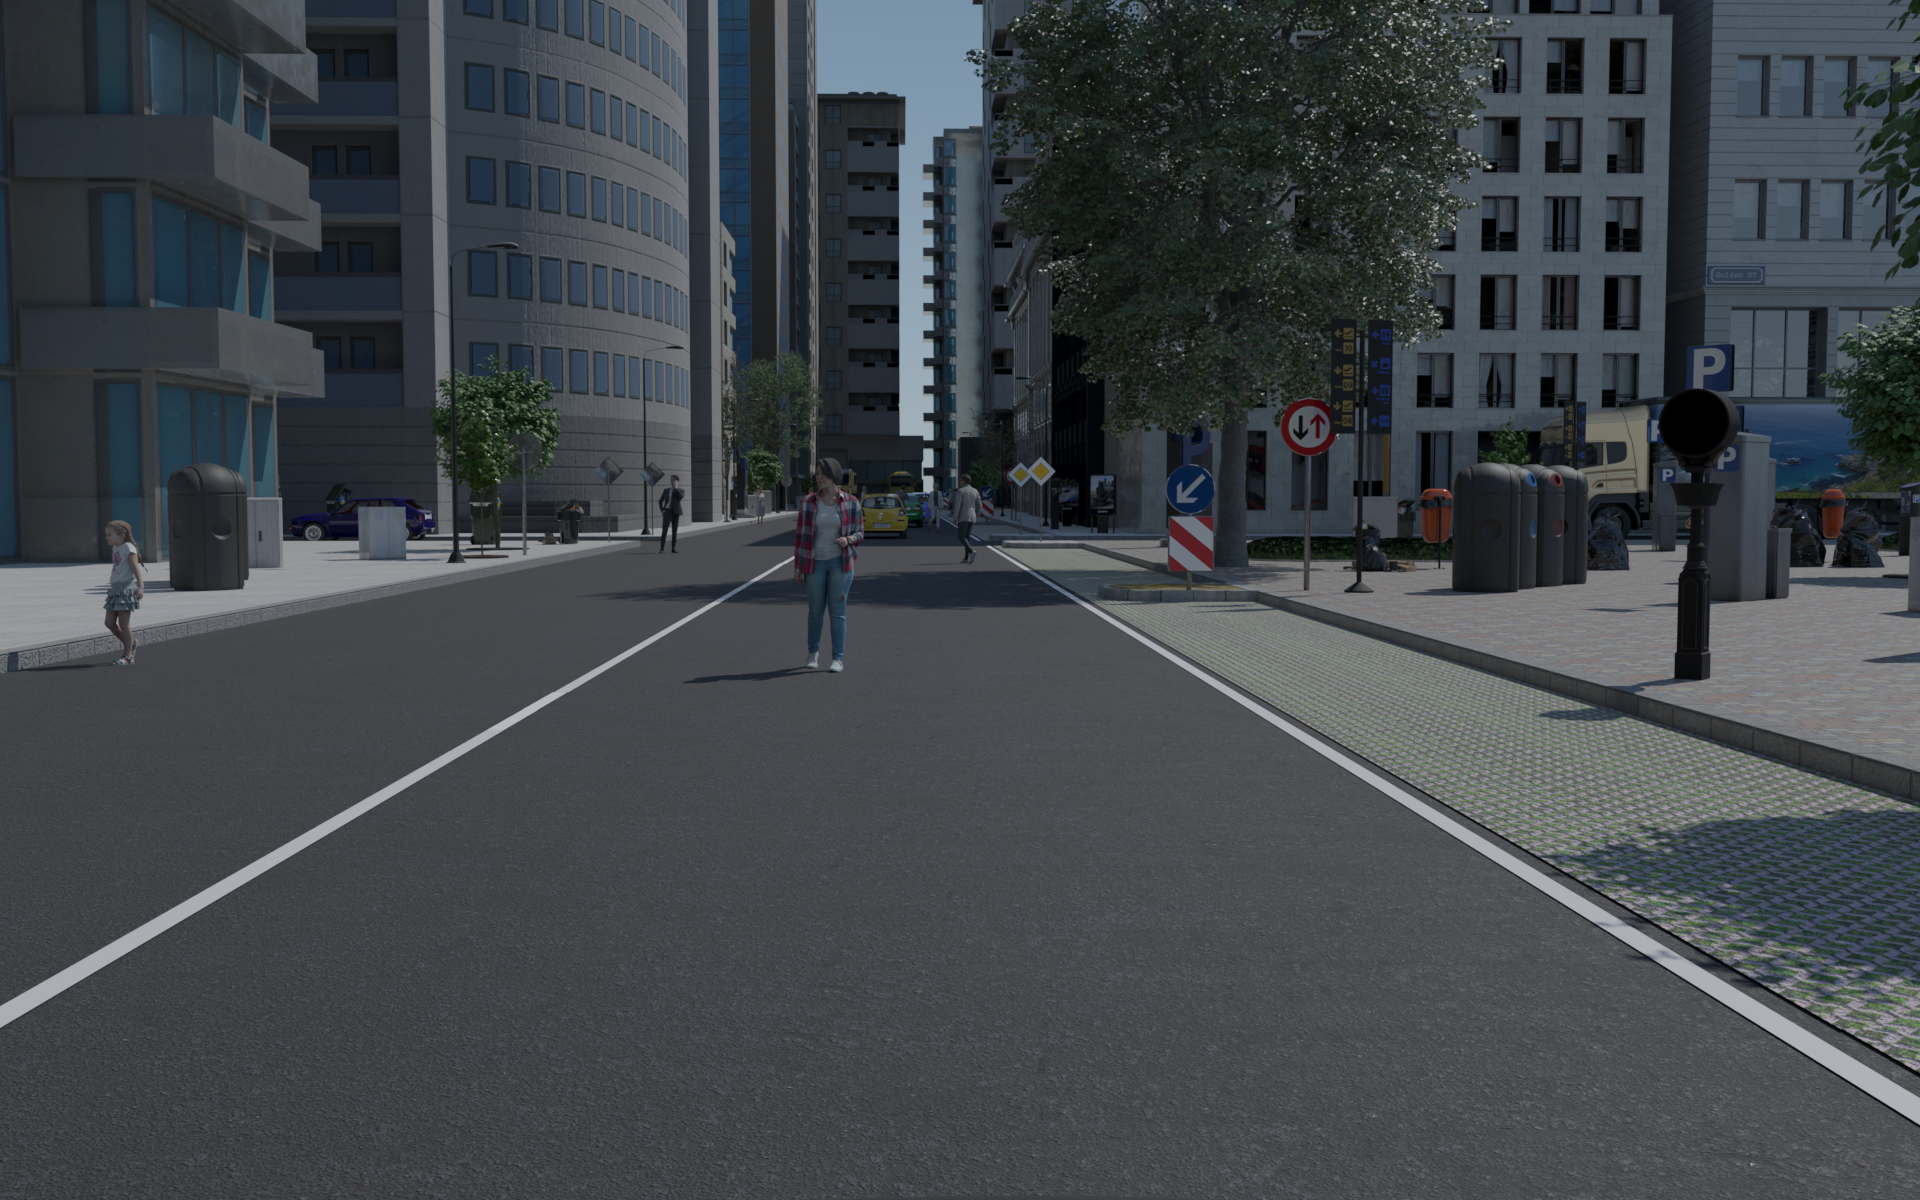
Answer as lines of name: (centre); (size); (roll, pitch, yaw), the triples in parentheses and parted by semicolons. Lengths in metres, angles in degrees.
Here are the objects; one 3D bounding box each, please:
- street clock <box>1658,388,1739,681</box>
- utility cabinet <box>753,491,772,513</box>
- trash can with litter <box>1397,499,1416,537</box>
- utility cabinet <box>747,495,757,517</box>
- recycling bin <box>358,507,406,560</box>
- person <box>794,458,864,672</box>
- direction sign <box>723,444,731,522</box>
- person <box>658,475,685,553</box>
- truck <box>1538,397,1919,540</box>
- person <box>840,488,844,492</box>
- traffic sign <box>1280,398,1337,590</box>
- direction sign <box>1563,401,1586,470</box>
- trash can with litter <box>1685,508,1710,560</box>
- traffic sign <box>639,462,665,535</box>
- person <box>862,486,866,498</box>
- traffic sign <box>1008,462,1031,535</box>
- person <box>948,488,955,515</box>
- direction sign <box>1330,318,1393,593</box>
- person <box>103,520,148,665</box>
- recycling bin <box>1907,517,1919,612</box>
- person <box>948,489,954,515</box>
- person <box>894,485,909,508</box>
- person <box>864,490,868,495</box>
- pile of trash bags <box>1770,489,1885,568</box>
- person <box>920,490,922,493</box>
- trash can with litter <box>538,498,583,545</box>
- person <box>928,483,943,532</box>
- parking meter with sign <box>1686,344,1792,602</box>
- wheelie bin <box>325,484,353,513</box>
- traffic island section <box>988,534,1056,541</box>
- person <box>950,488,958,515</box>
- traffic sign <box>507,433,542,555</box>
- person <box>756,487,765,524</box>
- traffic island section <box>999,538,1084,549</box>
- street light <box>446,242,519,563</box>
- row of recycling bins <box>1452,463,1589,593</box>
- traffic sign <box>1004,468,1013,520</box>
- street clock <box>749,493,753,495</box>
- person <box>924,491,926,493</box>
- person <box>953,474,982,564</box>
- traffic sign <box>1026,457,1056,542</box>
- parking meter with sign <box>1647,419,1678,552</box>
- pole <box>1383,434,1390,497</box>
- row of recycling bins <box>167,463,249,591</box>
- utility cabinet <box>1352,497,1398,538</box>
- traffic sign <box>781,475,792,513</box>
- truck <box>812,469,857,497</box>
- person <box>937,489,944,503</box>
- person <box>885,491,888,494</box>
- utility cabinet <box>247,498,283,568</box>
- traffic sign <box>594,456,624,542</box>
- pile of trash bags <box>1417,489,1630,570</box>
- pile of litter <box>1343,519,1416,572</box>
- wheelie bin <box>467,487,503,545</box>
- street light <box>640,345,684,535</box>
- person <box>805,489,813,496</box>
street clock: (5.089, -0.453, 11.979); (0.471, 2.002, 0.358); (3, 5, 40)
utility cabinet: (-13.091, -6.490, 114.796); (1.173, 1.500, 0.318); (-2, 4, -26)
trash can with litter: (10.858, -1.945, 43.193); (0.624, 1.170, 1.055); (-2, 4, -28)
utility cabinet: (-12.056, -5.351, 98.647); (1.020, 1.237, 0.306); (-3, 5, -41)
recycling bin: (-11.384, -1.320, 34.128); (0.722, 1.027, 0.722); (-3, 4, -37)
person: (-1.062, -0.290, 14.077); (0.563, 1.720, 0.643); (0, 4, 3)
direction sign: (-10.603, -5.305, 78.732); (0.379, 3.537, 0.876); (0, 4, 3)
person: (-6.989, -2.088, 42.008); (0.648, 1.900, 0.474); (-1, 4, -13)
truck: (22.271, -3.808, 51.167); (11.283, 4.237, 2.839); (0, 4, -1)
person: (-6.828, -5.621, 100.748); (0.721, 1.781, 0.623); (1, 4, 11)
traffic sign: (4.624, -1.402, 23.032); (0.768, 2.556, 0.104); (0, 4, 0)
direction sign: (14.990, -3.076, 42.294); (0.876, 3.537, 0.379); (-3, 4, -36)
trash can with litter: (10.914, -0.856, 25.382); (0.624, 1.170, 1.055); (1, 4, 18)
traffic sign: (-9.589, -3.079, 53.990); (0.795, 2.450, 0.064); (0, 4, -2)
person: (-5.036, -5.022, 90.496); (0.818, 1.842, 0.514); (-1, 4, -15)
traffic sign: (1.900, -3.101, 54.346); (0.795, 2.450, 0.064); (0, 4, -2)
person: (-0.500, -6.677, 117.767); (0.767, 1.812, 0.694); (0, 4, -7)
direction sign: (5.208, -1.866, 22.510); (0.876, 3.537, 0.379); (-1, 4, -16)
person: (-6.965, -0.064, 14.561); (0.505, 1.210, 0.382); (3, 4, 36)
recycling bin: (10.780, -0.376, 18.708); (0.722, 1.027, 0.722); (0, 4, 2)
person: (-0.538, -6.283, 111.711); (0.515, 1.767, 0.782); (0, 4, 8)
person: (-2.355, -3.693, 69.054); (0.592, 1.802, 0.473); (3, 5, 39)
person: (-4.208, -4.128, 77.804); (0.330, 1.601, 0.589); (0, 4, 3)
pile of trash bags: (15.899, -1.344, 31.724); (1.912, 1.369, 3.447); (2, 4, 29)
person: (-3.897, -10.197, 175.088); (0.709, 1.838, 0.599); (1, 4, 14)
trash can with litter: (-10.172, -2.002, 44.122); (1.055, 1.170, 0.624); (-2, 4, -33)
person: (-0.952, -3.494, 65.501); (0.514, 1.842, 0.818); (-2, 4, -28)
parking meter with sign: (9.427, -1.505, 20.868); (1.738, 3.016, 0.543); (-3, 4, -39)
wheelie bin: (-19.093, -2.778, 53.336); (0.980, 1.594, 0.693); (3, 5, 42)
traffic island section: (1.923, -1.966, 54.424); (2.009, 0.180, 2.903); (0, 4, -2)
person: (-0.270, -6.119, 108.812); (0.850, 1.792, 0.678); (-2, 4, -31)
traffic sign: (-9.120, -2.209, 36.227); (0.768, 2.556, 0.104); (0, 3, 0)
person: (-9.505, -4.498, 82.606); (0.480, 1.755, 0.524); (-2, 4, -26)
traffic island section: (2.186, -1.478, 46.443); (2.009, 0.180, 2.903); (0, 4, -2)
street light: (-8.840, -3.642, 32.090); (1.470, 5.913, 1.316); (0, 4, -2)
row of recycling bins: (7.729, -1.028, 23.915); (1.069, 1.692, 3.534); (3, 4, 38)
traffic sign: (2.570, -5.229, 85.597); (0.768, 2.556, 0.104); (0, 4, -2)
street clock: (-13.893, -6.780, 115.420); (0.471, 2.002, 0.358); (-1, 4, -17)
person: (-3.926, -11.677, 200.131); (1.217, 1.735, 0.721); (3, 5, 44)
person: (0.186, -1.675, 35.734); (0.661, 1.843, 0.795); (-3, 4, -36)
traffic sign: (2.162, -2.613, 46.365); (0.795, 2.450, 0.064); (0, 4, -2)
parking meter with sign: (16.010, -2.638, 39.387); (0.543, 3.016, 1.738); (1, 4, 13)
pole: (13.624, -3.765, 55.398); (0.158, 3.312, 0.155); (0, 3, 0)
row of recycling bins: (-10.599, -1.059, 24.431); (1.069, 1.692, 3.534); (-1, 4, -21)
utility cabinet: (9.637, -1.778, 40.225); (1.020, 1.237, 0.306); (1, 4, 14)
traffic sign: (-11.772, -7.185, 117.576); (0.768, 2.556, 0.104); (0, 4, -1)
truck: (-9.644, -8.591, 136.388); (3.469, 3.379, 9.791); (0, 4, -1)
person: (-1.508, -6.744, 119.043); (0.678, 1.792, 0.850); (-2, 4, -30)
person: (-6.888, -9.185, 159.195); (0.721, 1.766, 1.217); (-2, 4, -24)
utility cabinet: (-12.331, -1.157, 30.086); (1.020, 1.237, 0.306); (-1, 4, -10)
traffic sign: (-9.326, -2.591, 46.009); (0.795, 2.450, 0.064); (0, 4, -2)
pile of trash bags: (9.616, -1.230, 29.865); (3.447, 1.369, 1.912); (0, 3, 0)
pile of litter: (7.085, -0.931, 29.195); (1.176, 0.858, 1.719); (0, 4, 6)
wheelie bin: (-12.071, -2.211, 44.056); (0.980, 1.594, 0.693); (1, 4, 12)
street light: (-9.313, -4.993, 54.179); (1.470, 5.913, 1.316); (0, 4, -2)
person: (-8.952, -5.732, 102.793); (0.524, 1.755, 0.480); (0, 4, 2)
